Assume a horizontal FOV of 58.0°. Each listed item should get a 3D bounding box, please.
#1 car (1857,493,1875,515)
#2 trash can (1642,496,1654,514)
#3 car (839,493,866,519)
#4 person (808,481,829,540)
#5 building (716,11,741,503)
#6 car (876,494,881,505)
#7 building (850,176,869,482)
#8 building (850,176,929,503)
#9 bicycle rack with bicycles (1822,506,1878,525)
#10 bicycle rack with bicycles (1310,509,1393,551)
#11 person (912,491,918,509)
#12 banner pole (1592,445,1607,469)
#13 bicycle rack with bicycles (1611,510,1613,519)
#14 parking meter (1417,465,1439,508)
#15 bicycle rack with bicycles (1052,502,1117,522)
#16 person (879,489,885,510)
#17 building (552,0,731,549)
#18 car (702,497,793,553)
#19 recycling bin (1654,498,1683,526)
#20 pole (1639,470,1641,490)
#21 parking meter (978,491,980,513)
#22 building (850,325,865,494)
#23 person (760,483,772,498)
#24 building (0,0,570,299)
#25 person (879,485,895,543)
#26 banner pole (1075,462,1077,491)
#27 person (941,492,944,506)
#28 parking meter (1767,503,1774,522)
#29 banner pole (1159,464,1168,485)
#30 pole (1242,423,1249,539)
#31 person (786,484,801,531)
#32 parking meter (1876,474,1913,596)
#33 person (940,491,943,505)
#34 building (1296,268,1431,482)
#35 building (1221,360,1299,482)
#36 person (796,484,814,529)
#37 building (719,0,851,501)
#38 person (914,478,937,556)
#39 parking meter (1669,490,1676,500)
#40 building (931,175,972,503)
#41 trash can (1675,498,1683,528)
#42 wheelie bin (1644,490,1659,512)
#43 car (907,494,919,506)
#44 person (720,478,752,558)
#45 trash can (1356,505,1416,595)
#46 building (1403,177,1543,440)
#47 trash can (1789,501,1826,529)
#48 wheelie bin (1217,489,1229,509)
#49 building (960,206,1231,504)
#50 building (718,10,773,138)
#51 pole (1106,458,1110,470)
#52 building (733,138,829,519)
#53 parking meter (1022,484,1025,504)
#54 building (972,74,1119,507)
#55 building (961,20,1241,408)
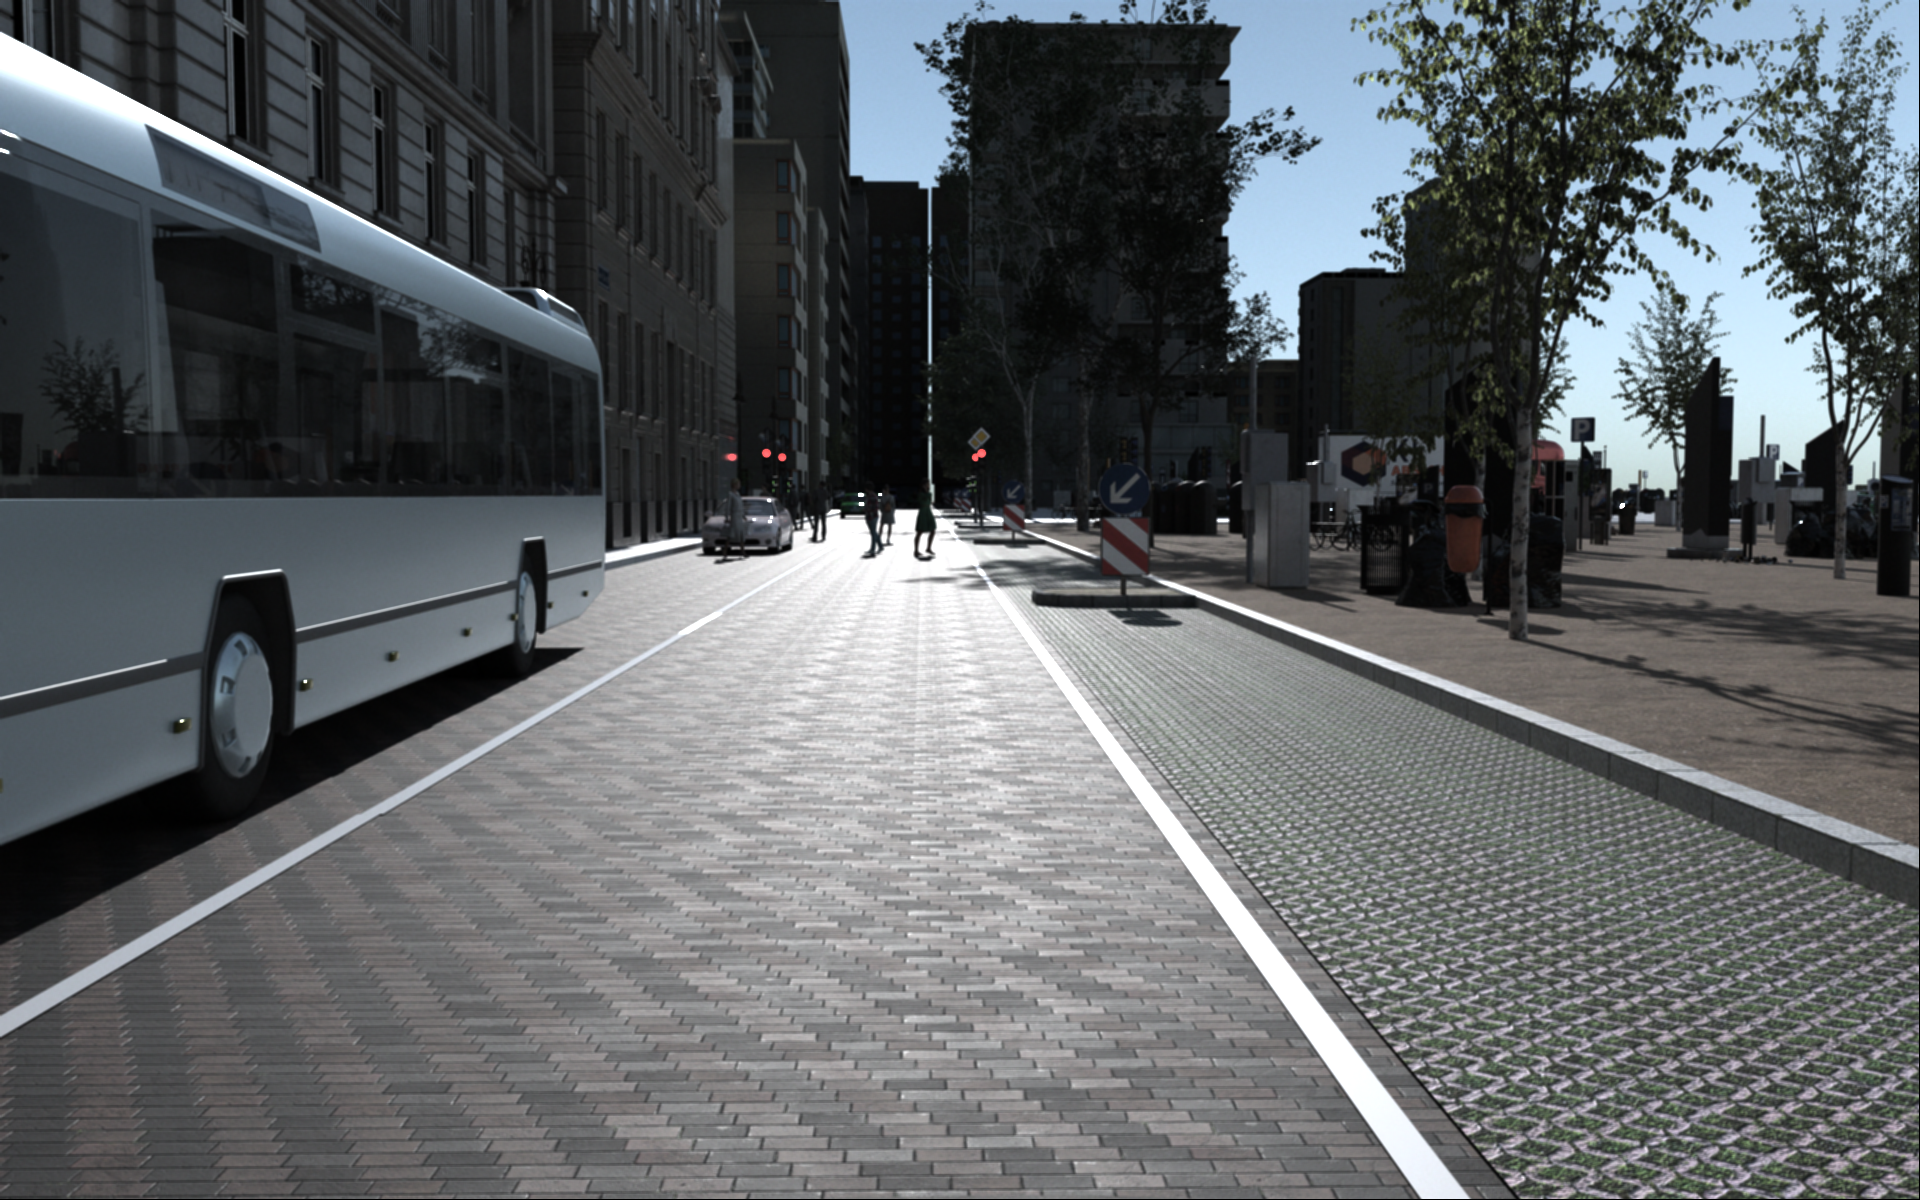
[{"bbox_3d":[40.162,-4.280,78.767,4.718,1.807,1.959,0,4,-2],"label":"car"},{"bbox_3d":[45.247,-6.253,113.886,0.748,1.137,0.748,0,3,0],"label":"trash can"},{"bbox_3d":[-6.211,-5.757,102.921,1.959,1.807,4.718,0,4,-3],"label":"car"},{"bbox_3d":[-4.431,-2.808,54.222,0.655,1.846,0.447,-2,4,-32],"label":"person"},{"bbox_3d":[-18.005,-13.293,66.484,18.267,20.994,9.793,0,4,-1],"label":"building"},{"bbox_3d":[-7.694,-9.365,161.919,1.959,1.807,4.718,0,4,-1],"label":"car"},{"bbox_3d":[-18.868,-33.052,224.000,14.086,41.232,14.154,0,4,-1],"label":"building"},{"bbox_3d":[-11.608,-36.482,246.597,14.200,45.320,14.600,0,4,-1],"label":"building"},{"bbox_3d":[26.953,-2.386,52.392,2.925,0.926,2.852,-1,4,-13],"label":"bicycle rack with bicycles"},{"bbox_3d":[9.018,-1.618,39.841,2.852,0.926,2.925,-2,4,-28],"label":"bicycle rack with bicycles"},{"bbox_3d":[-4.206,-9.446,163.765,0.721,1.723,1.217,2,4,33],"label":"person"},{"bbox_3d":[32.962,-6.066,89.199,0.863,3.779,0.401,0,4,1],"label":"banner pole"},{"bbox_3d":[30.111,-4.280,83.364,2.852,0.926,2.925,-3,5,-40],"label":"bicycle rack with bicycles"},{"bbox_3d":[9.413,-1.782,34.845,0.399,1.863,0.255,1,4,22],"label":"parking meter"},{"bbox_3d":[6.140,-4.182,81.761,2.925,0.926,2.852,2,4,33],"label":"bicycle rack with bicycles"},{"bbox_3d":[-5.202,-6.685,118.292,0.782,1.767,0.515,2,4,28],"label":"person"},{"bbox_3d":[-13.935,-15.401,49.067,12.463,27.353,25.104,0,4,-1],"label":"building"},{"bbox_3d":[-5.266,-1.893,43.307,2.083,1.381,4.827,0,4,1],"label":"car"},{"bbox_3d":[28.217,-3.459,69.111,0.722,1.027,0.722,-3,5,-44],"label":"recycling bin"},{"bbox_3d":[57.748,-9.377,147.156,0.158,3.312,0.155,0,3,0],"label":"pole"},{"bbox_3d":[1.410,-6.831,120.095,0.372,1.533,0.369,0,3,0],"label":"parking meter"},{"bbox_3d":[-24.897,-21.178,191.297,27.650,21.520,28.899,0,4,-1],"label":"building"},{"bbox_3d":[-6.512,-2.956,57.169,0.599,1.781,0.374,1,4,22],"label":"person"},{"bbox_3d":[-14.180,-11.186,24.689,13.314,21.916,24.055,0,4,-1],"label":"building"},{"bbox_3d":[-2.140,-2.518,50.680,0.512,1.701,0.522,-1,4,-14],"label":"person"},{"bbox_3d":[9.030,-8.797,133.854,0.401,3.779,0.863,1,4,21],"label":"banner pole"},{"bbox_3d":[-1.985,-11.372,195.364,0.436,1.711,0.756,0,4,6],"label":"person"},{"bbox_3d":[37.901,-4.604,80.981,0.255,1.863,0.399,3,5,40],"label":"parking meter"},{"bbox_3d":[16.877,-9.359,143.036,0.863,3.779,0.401,1,4,15],"label":"banner pole"},{"bbox_3d":[8.239,-3.428,49.892,0.158,3.312,0.155,0,3,0],"label":"pole"},{"bbox_3d":[-6.508,-3.614,67.684,0.679,1.850,0.850,3,5,43],"label":"person"},{"bbox_3d":[11.835,-0.826,21.923,0.372,1.533,0.369,0,3,0],"label":"parking meter"},{"bbox_3d":[-2.154,-12.906,219.647,1.348,1.807,0.705,-3,5,-44],"label":"person"},{"bbox_3d":[52.306,-27.769,225.725,14.107,30.474,14.160,0,4,-1],"label":"building"},{"bbox_3d":[52.123,-25.037,254.400,28.899,21.520,27.650,0,4,-1],"label":"building"},{"bbox_3d":[-6.354,-3.804,70.656,0.622,1.834,0.822,-3,4,-38],"label":"person"},{"bbox_3d":[-21.601,-33.127,165.332,21.300,48.544,21.600,0,4,-1],"label":"building"},{"bbox_3d":[-0.819,-1.929,40.290,0.529,1.795,0.600,1,4,15],"label":"person"},{"bbox_3d":[44.113,-6.043,107.222,0.372,1.533,0.369,0,3,0],"label":"parking meter"},{"bbox_3d":[3.074,-36.428,245.712,14.200,45.320,14.600,0,4,-1],"label":"building"},{"bbox_3d":[27.783,-3.350,66.430,0.748,1.137,0.748,0,3,0],"label":"trash can"},{"bbox_3d":[48.386,-6.926,121.148,0.980,1.594,0.693,1,4,20],"label":"wheelie bin"},{"bbox_3d":[-5.545,-12.466,212.609,1.959,1.807,4.718,0,3,0],"label":"car"},{"bbox_3d":[-5.054,-1.839,38.915,0.624,1.780,0.694,3,4,38],"label":"person"},{"bbox_3d":[5.446,-0.644,22.189,0.748,1.137,0.748,0,3,0],"label":"trash can"},{"bbox_3d":[66.441,-33.175,225.998,14.086,41.232,14.154,0,4,-1],"label":"building"},{"bbox_3d":[18.367,-1.586,37.584,0.748,1.137,0.748,0,3,0],"label":"trash can"},{"bbox_3d":[14.755,-5.521,98.180,0.980,1.594,0.693,0,4,0],"label":"wheelie bin"},{"bbox_3d":[16.248,-32.243,219.055,32.217,40.220,23.993,0,4,-1],"label":"building"},{"bbox_3d":[-27.891,-27.124,135.357,32.217,40.220,23.993,0,4,-1],"label":"building"},{"bbox_3d":[8.407,-6.389,98.302,0.158,3.312,0.155,0,3,0],"label":"pole"},{"bbox_3d":[-22.142,-15.504,98.537,27.650,21.520,28.899,0,4,-1],"label":"building"},{"bbox_3d":[3.891,-5.926,102.609,0.399,1.863,0.255,-1,4,-15],"label":"parking meter"},{"bbox_3d":[8.156,-29.896,172.400,14.154,41.232,14.086,0,4,-1],"label":"building"},{"bbox_3d":[14.700,-36.924,192.939,28.713,52.752,27.495,0,4,-1],"label":"building"}]
